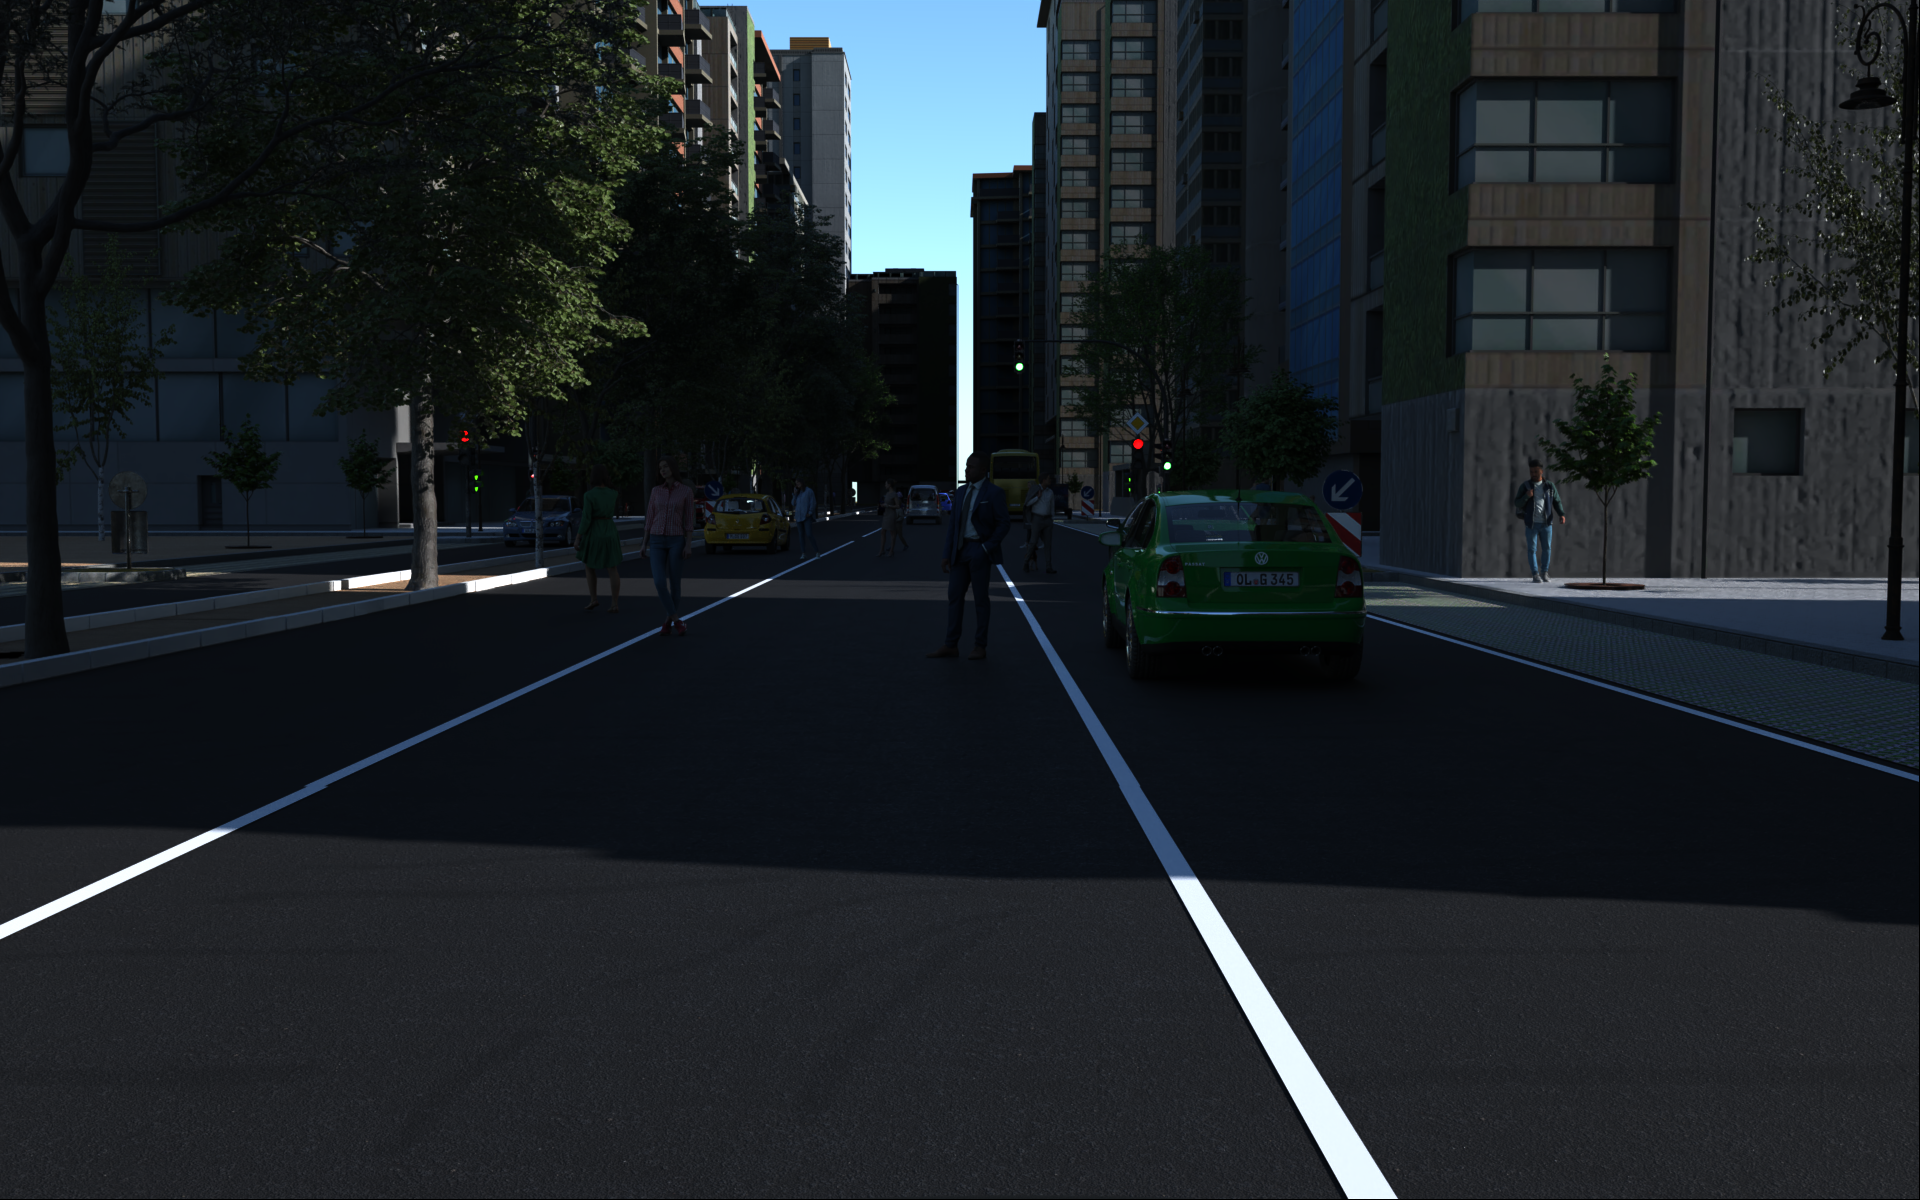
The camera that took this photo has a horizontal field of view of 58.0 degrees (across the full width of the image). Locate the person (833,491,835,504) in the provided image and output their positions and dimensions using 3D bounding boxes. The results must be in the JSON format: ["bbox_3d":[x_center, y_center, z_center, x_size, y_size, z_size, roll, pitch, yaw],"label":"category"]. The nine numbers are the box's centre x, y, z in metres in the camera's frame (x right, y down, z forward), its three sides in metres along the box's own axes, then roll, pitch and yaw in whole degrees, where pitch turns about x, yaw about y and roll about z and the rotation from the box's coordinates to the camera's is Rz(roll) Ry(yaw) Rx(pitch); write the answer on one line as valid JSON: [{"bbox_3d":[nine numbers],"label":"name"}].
[{"bbox_3d":[-14.634,-11.664,199.070,0.599,1.838,0.709,3,5,43],"label":"person"}]

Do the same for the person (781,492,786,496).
[{"bbox_3d":[-16.825,-9.786,165.916,0.599,1.838,0.709,0,4,-5],"label":"person"}]

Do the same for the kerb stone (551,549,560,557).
[{"bbox_3d":[-9.296,-1.046,39.291,0.120,0.150,1.000,0,3,0],"label":"kerb stone"}]

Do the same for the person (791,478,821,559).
[{"bbox_3d":[-3.371,-1.791,38.043,0.793,1.790,0.793,0,4,2],"label":"person"}]

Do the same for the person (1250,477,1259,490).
[{"bbox_3d":[8.481,-2.621,49.239,0.374,1.781,0.599,-2,4,-30],"label":"person"}]

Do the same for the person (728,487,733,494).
[{"bbox_3d":[-17.372,-7.647,131.409,0.444,1.785,0.601,-3,4,-36],"label":"person"}]

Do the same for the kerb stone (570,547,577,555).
[{"bbox_3d":[-9.290,-1.170,41.335,0.120,0.150,1.000,0,3,0],"label":"kerb stone"}]

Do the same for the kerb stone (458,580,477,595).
[{"bbox_3d":[-7.172,-0.165,24.890,0.120,0.150,1.000,0,3,0],"label":"kerb stone"}]

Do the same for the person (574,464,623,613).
[{"bbox_3d":[-4.346,-0.747,20.964,0.529,1.795,0.600,3,5,41],"label":"person"}]

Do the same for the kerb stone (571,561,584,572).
[{"bbox_3d":[-7.176,-0.604,32.077,0.120,0.150,1.000,0,3,0],"label":"kerb stone"}]

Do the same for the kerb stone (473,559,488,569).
[{"bbox_3d":[-9.276,-0.671,33.158,0.120,0.150,1.000,0,3,0],"label":"kerb stone"}]

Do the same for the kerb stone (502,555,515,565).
[{"bbox_3d":[-9.287,-0.796,35.204,0.120,0.150,1.000,0,3,0],"label":"kerb stone"}]

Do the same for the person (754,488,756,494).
[{"bbox_3d":[-16.663,-8.208,139.873,0.705,1.869,1.348,1,4,12],"label":"person"}]

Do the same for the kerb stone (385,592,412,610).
[{"bbox_3d":[-7.158,0.026,21.814,0.120,0.150,1.000,0,3,0],"label":"kerb stone"}]

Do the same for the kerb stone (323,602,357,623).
[{"bbox_3d":[-7.145,0.149,19.762,0.120,0.150,1.000,0,3,0],"label":"kerb stone"}]

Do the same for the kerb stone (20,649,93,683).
[{"bbox_3d":[-7.140,0.526,13.594,0.120,0.150,1.000,0,3,0],"label":"kerb stone"}]

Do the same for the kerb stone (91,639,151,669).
[{"bbox_3d":[-7.144,0.464,14.616,0.120,0.150,1.000,0,3,0],"label":"kerb stone"}]

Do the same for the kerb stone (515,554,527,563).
[{"bbox_3d":[-9.287,-0.858,36.226,0.120,0.150,1.000,0,3,0],"label":"kerb stone"}]

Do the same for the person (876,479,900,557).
[{"bbox_3d":[-1.642,-1.867,39.370,0.374,1.781,0.599,-2,4,-34],"label":"person"}]

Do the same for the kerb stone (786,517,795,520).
[{"bbox_3d":[-9.410,-4.527,96.206,0.120,0.150,1.000,0,3,0],"label":"kerb stone"}]

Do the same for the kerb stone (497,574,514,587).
[{"bbox_3d":[-7.169,-0.290,26.941,0.120,0.150,1.000,0,3,0],"label":"kerb stone"}]

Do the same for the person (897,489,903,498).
[{"bbox_3d":[-5.122,-8.516,147.598,0.709,1.838,0.599,1,4,18],"label":"person"}]

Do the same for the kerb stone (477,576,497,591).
[{"bbox_3d":[-7.161,-0.228,25.916,0.120,0.150,1.000,0,3,0],"label":"kerb stone"}]

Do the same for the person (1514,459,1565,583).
[{"bbox_3d":[8.373,-1.144,25.102,0.623,1.781,0.721,0,4,-5],"label":"person"}]

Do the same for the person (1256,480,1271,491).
[{"bbox_3d":[8.254,-2.514,47.174,0.654,1.822,0.581,-3,5,-40],"label":"person"}]

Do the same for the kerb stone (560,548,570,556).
[{"bbox_3d":[-9.299,-1.108,40.313,0.120,0.150,1.000,0,3,0],"label":"kerb stone"}]

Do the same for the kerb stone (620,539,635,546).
[{"bbox_3d":[-9.311,-1.604,48.496,0.120,0.150,1.000,0,3,0],"label":"kerb stone"}]

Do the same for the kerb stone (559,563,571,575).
[{"bbox_3d":[-7.183,-0.540,31.050,0.120,0.150,1.000,0,3,0],"label":"kerb stone"}]

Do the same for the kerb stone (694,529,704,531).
[{"bbox_3d":[-9.340,-2.455,62.337,0.120,0.150,1.000,0,3,0],"label":"kerb stone"}]

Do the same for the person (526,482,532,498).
[{"bbox_3d":[-16.821,-3.794,68.418,0.623,1.781,0.721,-3,5,-40],"label":"person"}]

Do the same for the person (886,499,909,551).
[{"bbox_3d":[-1.557,-1.893,43.721,0.640,1.303,0.475,-3,4,-37],"label":"person"}]

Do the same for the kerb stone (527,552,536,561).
[{"bbox_3d":[-9.285,-0.919,37.248,0.120,0.150,1.000,0,3,0],"label":"kerb stone"}]

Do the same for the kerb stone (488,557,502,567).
[{"bbox_3d":[-9.278,-0.733,34.180,0.120,0.150,1.000,0,3,0],"label":"kerb stone"}]

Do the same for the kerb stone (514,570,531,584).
[{"bbox_3d":[-7.161,-0.350,27.972,0.120,0.150,1.000,0,3,0],"label":"kerb stone"}]

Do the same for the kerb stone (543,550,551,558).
[{"bbox_3d":[-9.282,-0.983,38.270,0.120,0.150,1.000,0,3,0],"label":"kerb stone"}]

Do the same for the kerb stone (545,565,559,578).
[{"bbox_3d":[-7.177,-0.479,30.026,0.120,0.150,1.000,0,3,0],"label":"kerb stone"}]

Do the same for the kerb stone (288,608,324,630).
[{"bbox_3d":[-7.146,0.217,18.732,0.120,0.150,1.000,0,3,0],"label":"kerb stone"}]

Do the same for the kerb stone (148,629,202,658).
[{"bbox_3d":[-7.148,0.400,15.648,0.120,0.150,1.000,0,3,0],"label":"kerb stone"}]

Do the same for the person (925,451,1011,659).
[{"bbox_3d":[0.102,-0.394,15.131,0.721,1.800,0.419,2,4,31],"label":"person"}]

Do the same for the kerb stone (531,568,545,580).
[{"bbox_3d":[-7.171,-0.415,29.004,0.120,0.150,1.000,0,3,0],"label":"kerb stone"}]

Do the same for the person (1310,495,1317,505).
[{"bbox_3d":[11.878,-2.909,58.288,0.332,1.250,0.352,1,4,10],"label":"person"}]

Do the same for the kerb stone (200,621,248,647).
[{"bbox_3d":[-7.145,0.338,16.675,0.120,0.150,1.000,0,3,0],"label":"kerb stone"}]

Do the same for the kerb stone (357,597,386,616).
[{"bbox_3d":[-7.150,0.090,20.784,0.120,0.150,1.000,0,3,0],"label":"kerb stone"}]

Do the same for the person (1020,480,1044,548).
[{"bbox_3d":[1.949,-2.268,45.770,0.728,1.800,0.709,0,4,0],"label":"person"}]

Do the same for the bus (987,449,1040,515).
[{"bbox_3d":[2.912,-6.283,94.271,2.896,3.916,12.252,0,4,1],"label":"bus"}]

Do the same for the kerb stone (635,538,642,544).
[{"bbox_3d":[-9.322,-1.671,49.522,0.120,0.150,1.000,0,3,0],"label":"kerb stone"}]

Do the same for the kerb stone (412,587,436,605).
[{"bbox_3d":[-7.154,-0.038,22.839,0.120,0.150,1.000,0,3,0],"label":"kerb stone"}]

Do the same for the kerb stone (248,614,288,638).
[{"bbox_3d":[-7.147,0.275,17.697,0.120,0.150,1.000,0,3,0],"label":"kerb stone"}]

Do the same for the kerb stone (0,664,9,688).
[{"bbox_3d":[-7.141,0.589,12.572,0.120,0.150,1.000,0,3,0],"label":"kerb stone"}]

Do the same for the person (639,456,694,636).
[{"bbox_3d":[-2.981,-0.556,17.596,0.555,1.821,0.388,0,4,-3],"label":"person"}]

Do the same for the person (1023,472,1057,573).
[{"bbox_3d":[1.433,-1.397,31.436,0.679,1.850,0.850,-2,4,-34],"label":"person"}]

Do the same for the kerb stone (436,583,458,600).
[{"bbox_3d":[-7.158,-0.102,23.868,0.120,0.150,1.000,0,3,0],"label":"kerb stone"}]

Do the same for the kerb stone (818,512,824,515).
[{"bbox_3d":[-9.466,-5.900,118.755,0.120,0.150,1.000,0,3,0],"label":"kerb stone"}]
